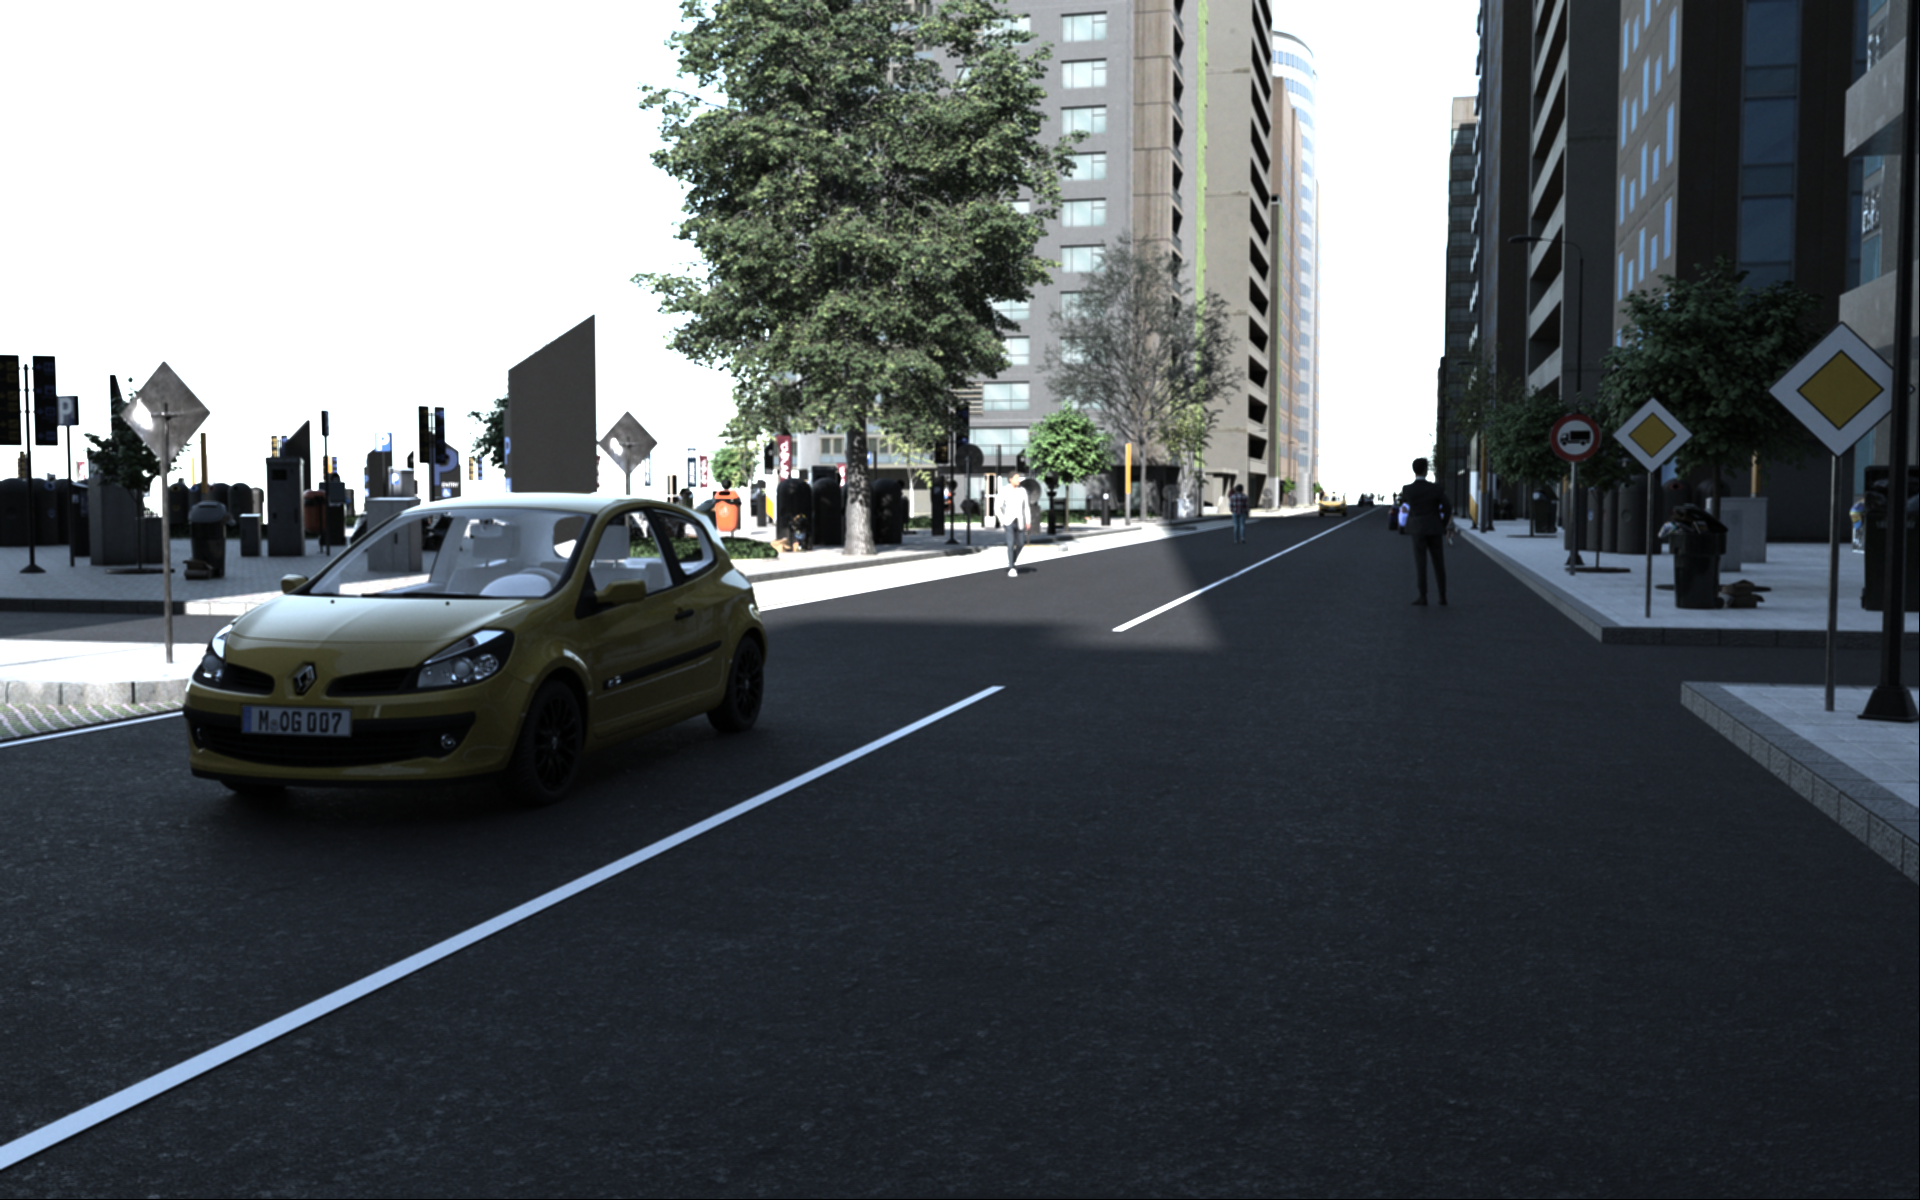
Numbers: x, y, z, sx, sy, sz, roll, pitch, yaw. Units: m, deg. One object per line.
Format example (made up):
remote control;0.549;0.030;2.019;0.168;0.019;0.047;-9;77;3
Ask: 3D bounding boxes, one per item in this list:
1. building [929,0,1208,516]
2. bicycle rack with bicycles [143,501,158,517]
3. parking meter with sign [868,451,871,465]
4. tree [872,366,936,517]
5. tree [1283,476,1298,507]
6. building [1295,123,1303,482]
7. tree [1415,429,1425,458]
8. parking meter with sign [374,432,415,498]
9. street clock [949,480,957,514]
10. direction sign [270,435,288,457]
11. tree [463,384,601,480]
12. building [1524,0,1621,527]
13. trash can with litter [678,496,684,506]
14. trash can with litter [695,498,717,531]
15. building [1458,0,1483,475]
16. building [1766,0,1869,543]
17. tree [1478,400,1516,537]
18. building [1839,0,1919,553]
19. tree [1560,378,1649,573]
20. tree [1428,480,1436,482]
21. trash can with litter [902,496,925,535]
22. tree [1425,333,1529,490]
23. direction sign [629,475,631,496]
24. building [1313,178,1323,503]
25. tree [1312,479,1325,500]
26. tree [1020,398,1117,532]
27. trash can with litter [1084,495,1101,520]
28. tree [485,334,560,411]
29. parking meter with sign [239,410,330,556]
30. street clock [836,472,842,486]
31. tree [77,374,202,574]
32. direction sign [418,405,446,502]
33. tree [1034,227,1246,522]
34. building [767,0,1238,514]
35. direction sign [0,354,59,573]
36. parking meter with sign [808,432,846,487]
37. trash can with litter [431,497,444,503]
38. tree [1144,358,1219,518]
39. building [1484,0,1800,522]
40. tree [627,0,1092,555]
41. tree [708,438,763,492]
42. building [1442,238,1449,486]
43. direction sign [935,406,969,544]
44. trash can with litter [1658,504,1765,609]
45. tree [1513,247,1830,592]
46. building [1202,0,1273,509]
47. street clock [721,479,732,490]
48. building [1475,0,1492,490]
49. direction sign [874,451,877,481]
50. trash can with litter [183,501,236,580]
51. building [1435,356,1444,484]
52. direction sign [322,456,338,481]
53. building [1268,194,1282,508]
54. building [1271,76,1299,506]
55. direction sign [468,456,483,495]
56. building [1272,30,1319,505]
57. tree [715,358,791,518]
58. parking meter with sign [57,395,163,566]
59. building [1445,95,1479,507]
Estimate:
building;6.785;-25.621;102.491;14.154;41.232;14.086;1;4;14
bicycle rack with bicycles;-40.410;-4.365;84.754;2.852;0.926;2.925;1;4;18
parking meter with sign;-4.243;-4.606;71.577;0.543;3.016;1.738;-1;4;-23
tree;-2.667;-8.784;93.976;4.737;8.622;4.395;0;3;0
tree;31.911;-10.658;168.867;1.663;3.219;1.824;0;3;0
building;31.607;-33.548;198.621;14.600;45.320;14.200;1;4;14
tree;47.427;-13.573;172.287;4.737;8.622;4.395;0;3;0
parking meter with sign;-15.872;-3.248;49.366;0.543;3.016;1.738;1;4;19
street clock;-0.395;-5.261;90.594;0.471;2.002;0.358;-2;4;-31
direction sign;-26.054;-4.549;66.376;0.876;3.537;0.379;2;4;26
tree;-10.549;-3.650;43.393;4.285;4.588;4.351;0;3;0
building;36.357;-27.530;73.815;21.300;48.544;21.600;1;4;14
trash can with litter;-13.170;-4.224;80.121;2.233;1.210;1.678;3;4;37
trash can with litter;-6.469;-1.961;43.443;0.624;1.170;1.055;2;4;35
building;54.503;-32.090;144.285;23.786;49.044;30.456;1;4;14
building;27.207;-24.432;49.570;14.600;45.320;14.200;1;4;14
tree;17.174;-4.156;51.668;4.285;4.588;4.351;0;3;0
building;29.864;-24.771;24.611;30.456;49.044;23.786;1;4;14
tree;10.706;-2.081;28.618;1.663;3.219;1.824;0;3;0
tree;57.940;-13.344;212.768;1.663;3.219;1.824;0;3;0
trash can with litter;-1.955;-2.691;55.059;1.678;1.210;2.233;1;4;13
tree;23.832;-7.849;78.698;4.737;8.622;4.395;0;3;0
direction sign;-12.185;-4.403;63.986;0.379;3.537;0.876;0;3;0
building;42.737;-36.104;240.410;14.600;45.320;14.200;1;4;14
tree;46.479;-14.071;224.665;1.663;3.219;1.824;0;3;0
tree;3.570;-4.599;58.911;4.285;4.588;4.351;0;3;0
trash can with litter;6.716;-4.718;88.196;1.678;1.210;2.233;1;4;16
tree;-19.108;-7.859;78.855;4.360;8.622;3.978;0;3;0
parking meter with sign;-13.968;-2.419;35.818;1.738;3.016;0.543;-1;4;-11
street clock;-4.121;-3.237;57.499;0.358;2.002;0.471;1;4;19
tree;-13.510;-2.053;28.167;1.663;3.219;1.824;0;3;0
direction sign;-13.576;-3.217;44.593;0.379;3.537;0.876;2;4;31
tree;8.403;-10.351;79.614;12.009;13.543;11.850;0;3;0
building;3.220;-26.383;123.246;32.217;40.220;23.993;1;4;14
direction sign;-15.166;-2.215;28.216;0.876;3.537;0.379;-1;4;-20
parking meter with sign;-3.786;-3.118;47.247;1.738;3.016;0.543;-1;4;-22
trash can with litter;-18.523;-3.111;62.257;0.624;1.170;1.055;2;4;24
tree;11.892;-8.665;92.032;4.737;8.622;4.395;0;3;0
building;36.916;-27.283;96.187;14.600;45.320;14.200;1;4;14
tree;-2.145;-7.915;36.068;9.857;13.997;8.962;0;3;0
tree;-12.754;-6.989;97.988;4.285;4.588;4.351;0;3;0
building;61.579;-25.863;194.568;14.160;30.474;14.107;1;4;14
direction sign;-0.205;-3.209;44.456;0.876;3.537;0.379;0;3;0
trash can with litter;8.487;-0.499;19.541;1.055;1.170;0.624;-1;4;-17
tree;10.110;-2.411;23.133;4.285;4.588;4.351;0;3;0
building;14.193;-31.802;143.667;21.300;48.544;21.600;1;4;14
street clock;-11.287;-4.841;83.713;0.471;2.002;0.358;-2;4;-35
building;45.841;-35.106;115.988;21.231;58.520;28.212;1;4;14
direction sign;-4.477;-6.086;91.509;0.379;3.537;0.876;0;4;5
trash can with litter;-11.434;-0.914;26.335;0.624;1.170;1.055;-1;4;-12
building;77.072;-23.395;227.539;27.650;21.520;28.899;1;4;14
direction sign;-37.335;-6.772;102.723;0.876;3.537;0.379;-2;4;-27
building;22.369;-23.858;161.783;14.160;30.474;14.107;1;4;14
building;27.639;-32.671;184.288;14.600;45.320;14.200;1;4;14
direction sign;-28.721;-6.774;102.759;0.876;3.537;0.379;0;4;-2
building;33.832;-41.495;220.439;21.231;58.520;28.212;1;4;14
tree;-11.152;-8.675;92.203;4.737;8.622;4.395;0;3;0
parking meter with sign;-15.321;-2.144;31.323;0.543;3.016;1.738;2;4;30
building;57.777;-30.331;179.499;14.154;41.232;14.086;1;4;14
